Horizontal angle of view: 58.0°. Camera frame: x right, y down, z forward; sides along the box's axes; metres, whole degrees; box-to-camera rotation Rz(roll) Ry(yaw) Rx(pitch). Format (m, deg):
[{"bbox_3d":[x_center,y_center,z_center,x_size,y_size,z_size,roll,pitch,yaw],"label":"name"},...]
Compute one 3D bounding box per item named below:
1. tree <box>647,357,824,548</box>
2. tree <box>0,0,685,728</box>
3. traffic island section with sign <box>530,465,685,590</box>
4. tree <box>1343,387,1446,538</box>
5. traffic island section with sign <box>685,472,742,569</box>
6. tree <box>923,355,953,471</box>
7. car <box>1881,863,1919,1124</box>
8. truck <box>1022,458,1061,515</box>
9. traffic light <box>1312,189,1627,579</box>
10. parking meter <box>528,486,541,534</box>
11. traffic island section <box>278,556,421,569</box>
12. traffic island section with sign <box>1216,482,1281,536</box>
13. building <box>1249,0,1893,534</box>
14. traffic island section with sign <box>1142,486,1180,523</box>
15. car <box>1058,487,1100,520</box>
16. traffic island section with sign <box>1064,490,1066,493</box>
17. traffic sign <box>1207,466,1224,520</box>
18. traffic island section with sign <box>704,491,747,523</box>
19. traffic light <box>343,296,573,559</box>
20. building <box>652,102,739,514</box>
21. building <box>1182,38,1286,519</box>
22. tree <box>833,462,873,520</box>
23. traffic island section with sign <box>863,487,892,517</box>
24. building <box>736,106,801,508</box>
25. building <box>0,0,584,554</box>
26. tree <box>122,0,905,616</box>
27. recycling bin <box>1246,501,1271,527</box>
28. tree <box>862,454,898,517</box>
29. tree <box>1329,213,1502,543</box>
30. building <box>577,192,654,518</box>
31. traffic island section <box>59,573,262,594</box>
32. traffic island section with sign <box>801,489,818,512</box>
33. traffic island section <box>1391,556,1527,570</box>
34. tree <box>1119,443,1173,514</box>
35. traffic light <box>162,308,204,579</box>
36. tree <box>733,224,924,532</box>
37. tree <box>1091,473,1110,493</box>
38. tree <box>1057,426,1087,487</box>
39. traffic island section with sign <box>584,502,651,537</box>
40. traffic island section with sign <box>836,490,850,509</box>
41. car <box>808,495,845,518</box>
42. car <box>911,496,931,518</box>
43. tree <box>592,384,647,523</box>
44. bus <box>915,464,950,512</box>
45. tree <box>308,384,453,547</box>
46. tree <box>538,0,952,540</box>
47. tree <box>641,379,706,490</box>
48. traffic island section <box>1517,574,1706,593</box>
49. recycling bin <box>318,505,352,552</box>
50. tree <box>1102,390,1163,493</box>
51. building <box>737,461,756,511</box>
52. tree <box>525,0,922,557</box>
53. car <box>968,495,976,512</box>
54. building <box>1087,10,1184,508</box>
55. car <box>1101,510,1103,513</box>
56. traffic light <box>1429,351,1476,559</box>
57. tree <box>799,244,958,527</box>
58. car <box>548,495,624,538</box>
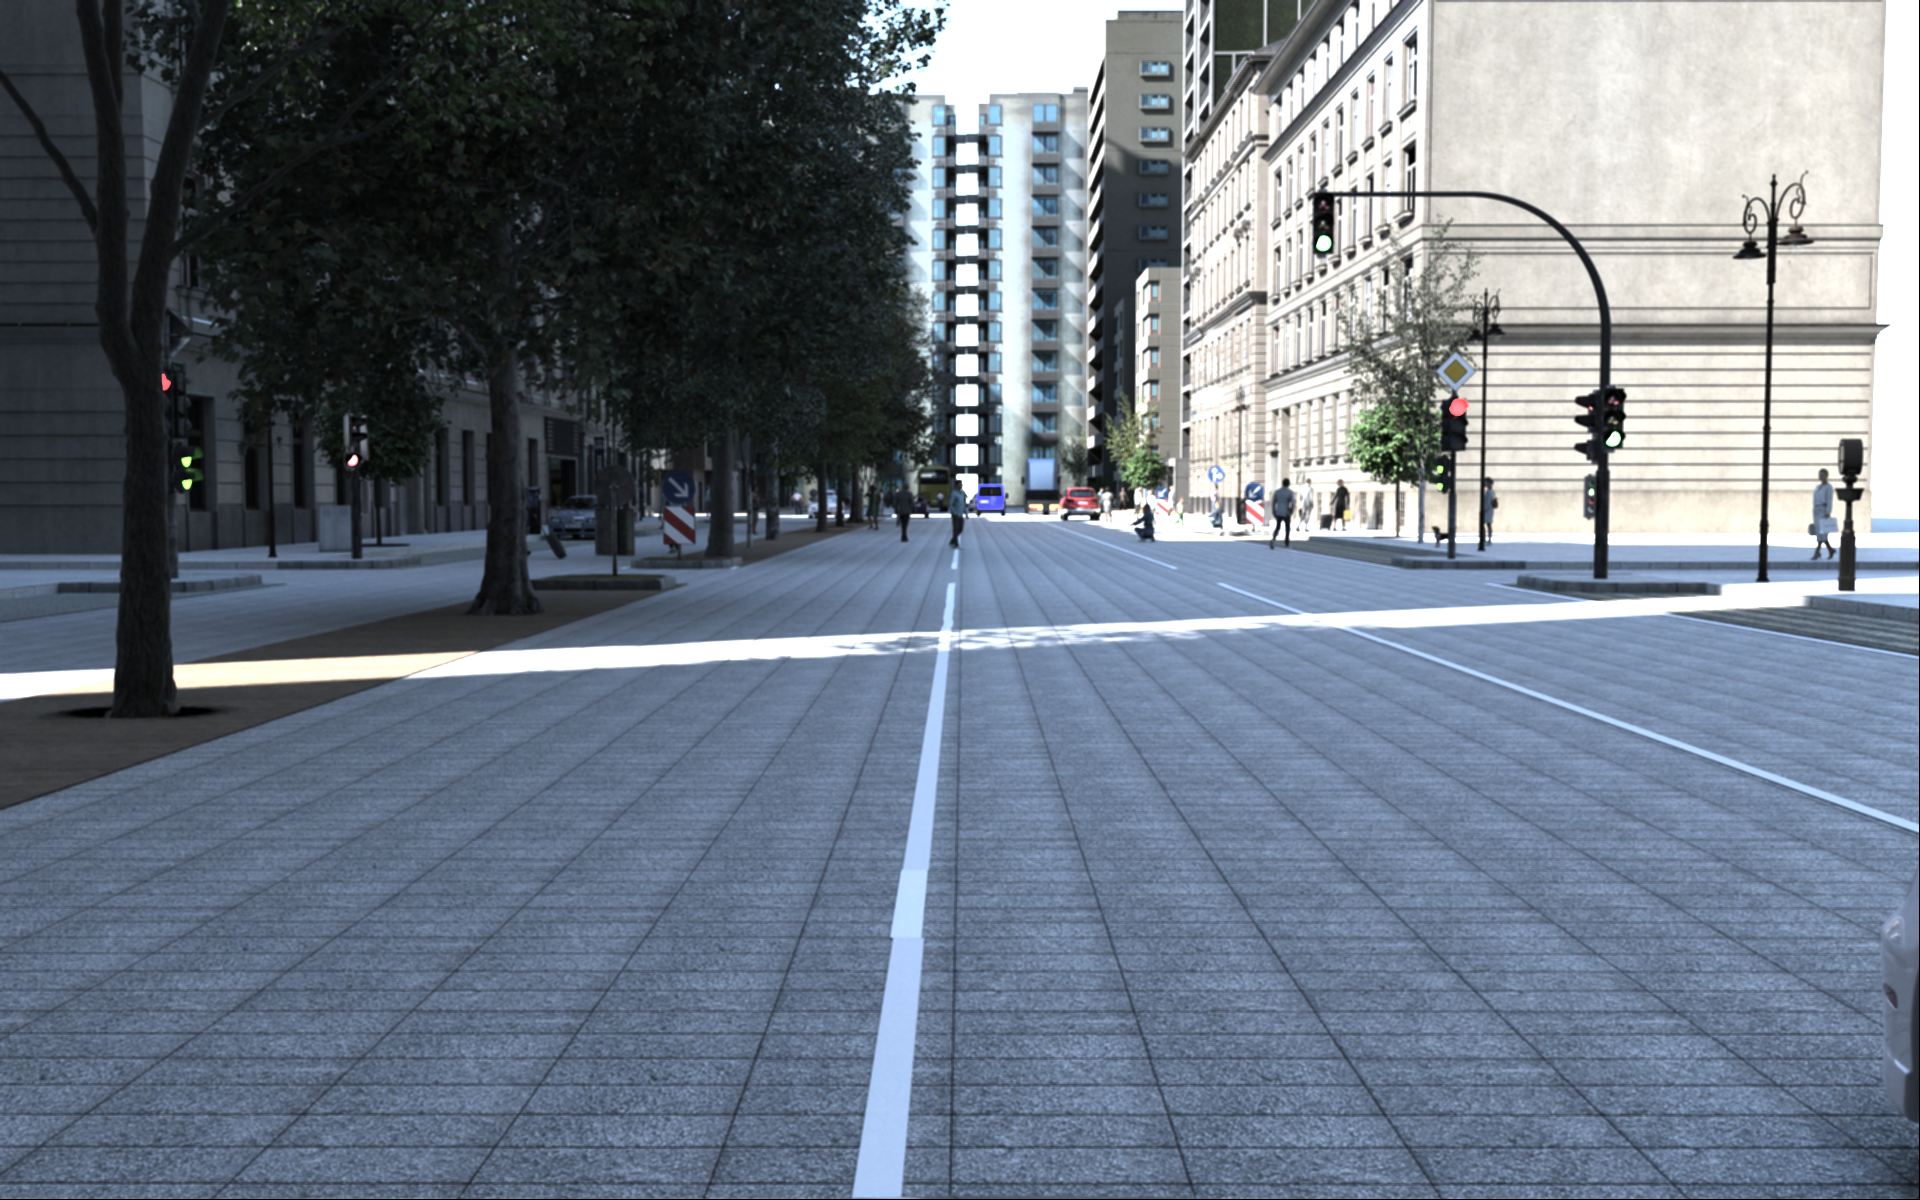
[{"bbox_3d":[-5.524,-5.660,45.361,4.737,8.622,4.395,0,3,0],"label":"tree"},{"bbox_3d":[-5.154,-5.045,10.699,9.928,11.665,9.643,0,3,0],"label":"tree"},{"bbox_3d":[-5.431,-1.129,26.596,2.006,1.907,1.989,0,3,0],"label":"traffic island section with sign"},{"bbox_3d":[13.028,-4.121,51.094,4.285,4.588,4.351,0,3,0],"label":"tree"},{"bbox_3d":[-5.407,-1.582,34.004,2.006,1.907,1.989,0,3,0],"label":"traffic island section with sign"},{"bbox_3d":[-5.188,-10.168,85.715,9.611,12.733,9.660,0,3,0],"label":"tree"},{"bbox_3d":[2.794,0.656,1.634,2.083,1.381,4.827,0,4,1],"label":"car"},{"bbox_3d":[5.995,-8.257,124.755,2.967,4.110,18.799,0,4,2],"label":"truck"},{"bbox_3d":[7.612,-3.144,26.078,4.771,5.953,1.251,0,3,0],"label":"traffic light"},{"bbox_3d":[-13.579,-2.867,55.294,0.372,1.533,0.369,0,3,0],"label":"parking meter"},{"bbox_3d":[-11.982,-0.739,34.360,2.009,0.180,2.903,0,3,0],"label":"traffic island section"},{"bbox_3d":[9.822,-3.091,59.159,1.989,1.847,2.006,0,3,0],"label":"traffic island section with sign"},{"bbox_3d":[21.968,-14.416,68.993,16.112,22.955,30.059,0,3,0],"label":"building"},{"bbox_3d":[9.860,-4.739,86.114,1.989,1.847,2.006,0,3,0],"label":"traffic island section with sign"},{"bbox_3d":[6.591,-5.320,95.653,2.281,1.827,5.304,0,3,0],"label":"car"},{"bbox_3d":[10.010,-9.487,163.732,1.989,1.847,2.006,0,3,0],"label":"traffic island section with sign"},{"bbox_3d":[11.642,-4.816,78.852,0.768,2.556,0.104,0,4,5],"label":"traffic sign"},{"bbox_3d":[-11.565,-4.727,85.918,1.989,1.847,2.006,0,3,0],"label":"traffic island section with sign"},{"bbox_3d":[-9.850,-3.645,34.257,4.771,5.953,1.251,0,3,0],"label":"traffic light"},{"bbox_3d":[-22.894,-21.086,116.460,14.160,30.474,14.107,0,3,0],"label":"building"},{"bbox_3d":[20.023,-18.296,96.401,12.463,27.353,25.104,0,3,0],"label":"building"},{"bbox_3d":[-5.272,-8.568,92.912,4.360,8.622,3.978,0,3,0],"label":"tree"},{"bbox_3d":[-5.273,-6.178,109.142,2.006,1.907,1.989,0,3,0],"label":"traffic island section with sign"},{"bbox_3d":[-27.902,-29.047,166.801,23.993,40.220,32.217,0,3,0],"label":"building"},{"bbox_3d":[-24.937,-17.179,57.293,17.030,29.872,44.131,0,3,0],"label":"building"},{"bbox_3d":[-5.427,-6.181,20.518,9.611,12.733,9.660,0,3,0],"label":"tree"},{"bbox_3d":[11.652,-3.370,67.647,0.722,1.027,0.722,3,5,44],"label":"recycling bin"},{"bbox_3d":[-5.095,-8.852,97.552,4.737,8.622,4.395,0,3,0],"label":"tree"},{"bbox_3d":[11.783,-5.785,44.947,4.360,8.622,3.978,0,3,0],"label":"tree"},{"bbox_3d":[-22.047,-14.651,88.699,9.793,20.994,18.267,0,3,0],"label":"building"},{"bbox_3d":[-11.997,-0.250,26.375,2.009,0.180,2.903,0,3,0],"label":"traffic island section"},{"bbox_3d":[-11.460,-7.798,136.126,1.989,1.847,2.006,0,3,0],"label":"traffic island section with sign"},{"bbox_3d":[9.759,-0.736,34.314,2.009,0.180,2.903,0,3,0],"label":"traffic island section"},{"bbox_3d":[12.146,-7.863,112.279,4.285,4.588,4.351,0,3,0],"label":"tree"},{"bbox_3d":[-11.957,-2.283,26.240,0.839,4.253,0.868,0,3,0],"label":"traffic light"},{"bbox_3d":[-5.256,-8.817,64.745,7.486,12.596,7.792,0,3,0],"label":"tree"},{"bbox_3d":[12.719,-9.991,157.946,1.663,3.219,1.824,0,3,0],"label":"tree"},{"bbox_3d":[12.565,-14.407,185.917,4.737,8.622,4.395,0,3,0],"label":"tree"},{"bbox_3d":[-11.612,-3.079,58.963,1.989,1.847,2.006,0,3,0],"label":"traffic island section with sign"},{"bbox_3d":[-11.401,-9.447,163.081,1.989,1.847,2.006,0,3,0],"label":"traffic island section with sign"},{"bbox_3d":[-7.967,-5.579,103.571,2.083,1.381,4.827,0,4,2],"label":"car"},{"bbox_3d":[-2.714,-5.576,103.746,1.945,1.354,3.894,0,4,0],"label":"car"},{"bbox_3d":[-13.835,-7.639,75.263,4.737,8.622,4.395,0,3,0],"label":"tree"},{"bbox_3d":[-2.226,-9.299,143.584,2.896,3.916,12.252,0,4,-2],"label":"bus"},{"bbox_3d":[-14.292,-3.611,42.746,4.285,4.588,4.351,0,3,0],"label":"tree"},{"bbox_3d":[-7.013,-11.956,53.833,12.611,20.169,13.585,0,3,0],"label":"tree"},{"bbox_3d":[-14.729,-8.420,88.028,4.360,8.622,3.978,0,3,0],"label":"tree"},{"bbox_3d":[9.744,-0.248,26.329,2.009,0.180,2.903,0,3,0],"label":"traffic island section"},{"bbox_3d":[-13.899,-1.598,38.678,0.722,1.027,0.722,-1,4,-13],"label":"recycling bin"},{"bbox_3d":[12.258,-10.512,122.230,4.737,8.622,4.395,0,3,0],"label":"tree"},{"bbox_3d":[-26.657,-42.499,133.116,20.563,71.187,20.611,0,3,0],"label":"building"},{"bbox_3d":[-5.248,-7.855,37.545,9.857,13.997,8.962,0,3,0],"label":"tree"},{"bbox_3d":[1.675,-7.936,142.120,2.083,1.381,4.827,0,4,2],"label":"car"},{"bbox_3d":[24.066,-33.499,171.412,21.300,48.544,21.600,0,3,0],"label":"building"},{"bbox_3d":[9.703,-7.150,128.905,2.014,1.417,4.499,0,4,1],"label":"car"},{"bbox_3d":[9.719,-2.769,34.200,0.839,4.253,0.868,0,3,0],"label":"traffic light"},{"bbox_3d":[-5.183,-9.891,74.545,12.009,13.543,11.850,0,3,0],"label":"tree"},{"bbox_3d":[-11.823,-2.648,55.305,2.014,1.417,4.499,0,4,1],"label":"car"}]
